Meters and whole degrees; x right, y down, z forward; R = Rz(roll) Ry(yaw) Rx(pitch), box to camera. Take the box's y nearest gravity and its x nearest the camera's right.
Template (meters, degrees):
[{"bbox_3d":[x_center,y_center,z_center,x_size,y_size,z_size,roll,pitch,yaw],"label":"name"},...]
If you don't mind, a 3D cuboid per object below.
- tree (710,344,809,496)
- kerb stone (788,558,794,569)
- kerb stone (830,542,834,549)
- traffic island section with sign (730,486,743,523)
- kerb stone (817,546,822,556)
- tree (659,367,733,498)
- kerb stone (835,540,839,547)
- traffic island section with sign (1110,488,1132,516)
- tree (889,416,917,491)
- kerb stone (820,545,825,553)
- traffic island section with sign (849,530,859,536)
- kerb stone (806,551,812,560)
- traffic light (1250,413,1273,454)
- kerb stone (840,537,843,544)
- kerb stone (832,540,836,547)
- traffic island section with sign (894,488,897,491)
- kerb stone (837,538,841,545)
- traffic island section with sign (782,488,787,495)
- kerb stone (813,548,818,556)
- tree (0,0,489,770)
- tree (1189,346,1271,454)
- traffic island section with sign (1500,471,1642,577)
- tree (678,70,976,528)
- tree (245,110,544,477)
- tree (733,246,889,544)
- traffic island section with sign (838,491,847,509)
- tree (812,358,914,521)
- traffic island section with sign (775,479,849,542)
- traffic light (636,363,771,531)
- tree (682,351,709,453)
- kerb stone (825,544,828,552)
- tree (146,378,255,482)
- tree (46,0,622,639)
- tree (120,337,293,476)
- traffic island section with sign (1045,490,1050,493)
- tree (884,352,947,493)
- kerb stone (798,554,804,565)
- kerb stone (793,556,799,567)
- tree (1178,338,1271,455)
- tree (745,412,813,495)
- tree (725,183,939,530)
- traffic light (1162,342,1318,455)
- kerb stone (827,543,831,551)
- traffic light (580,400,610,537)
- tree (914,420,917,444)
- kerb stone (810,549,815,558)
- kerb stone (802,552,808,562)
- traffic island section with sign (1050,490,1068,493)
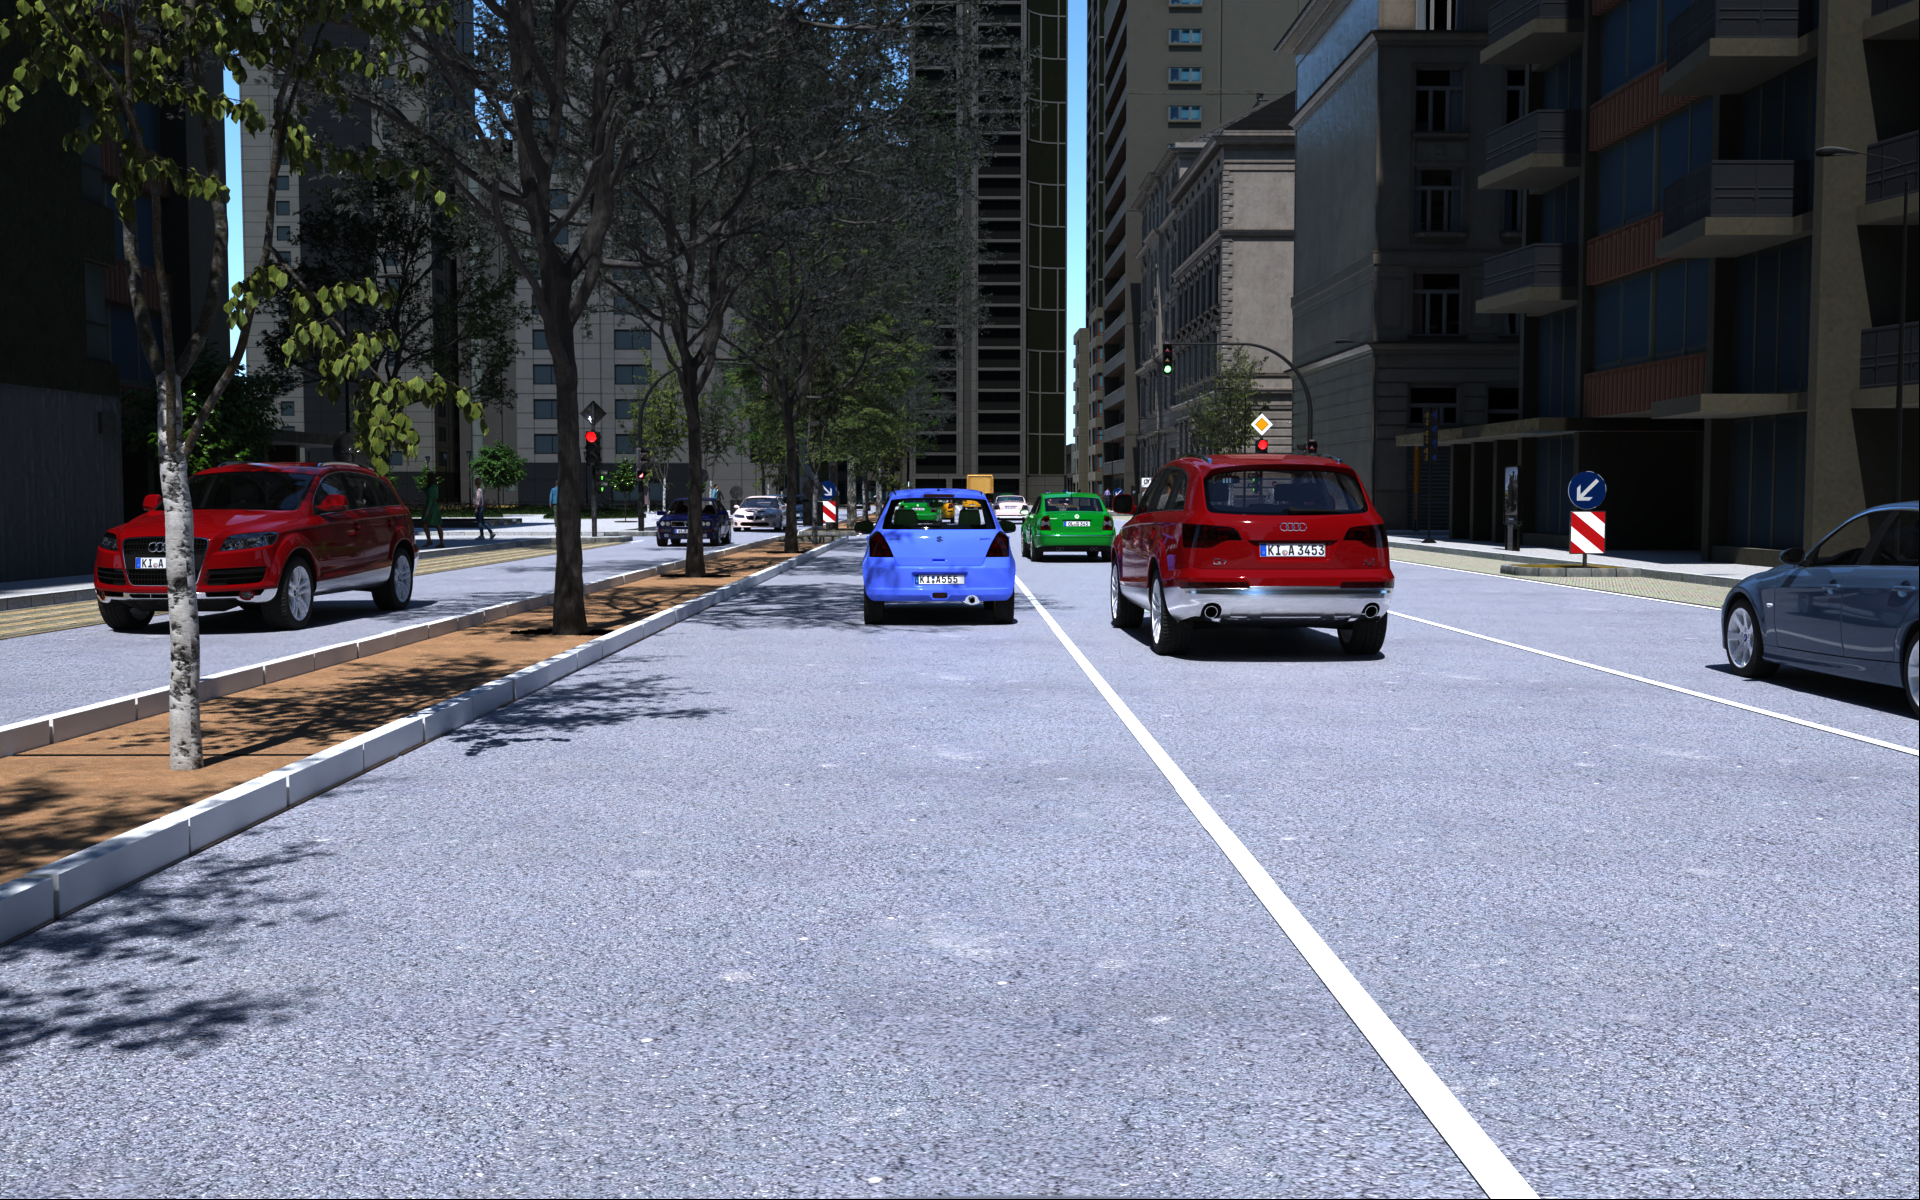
[{"bbox_3d":[-13.699,-11.853,119.549,9.928,11.665,9.643,0,3,0],"label":"tree"},{"bbox_3d":[-3.304,-0.658,32.958,0.120,0.150,1.000,0,4,0],"label":"kerb stone"},{"bbox_3d":[-3.382,-1.348,44.228,0.120,0.150,1.000,0,4,0],"label":"kerb stone"},{"bbox_3d":[-10.935,-4.662,84.853,1.989,1.847,2.006,0,4,0],"label":"traffic island section with sign"},{"bbox_3d":[-3.358,-1.097,40.127,0.120,0.150,1.000,0,4,0],"label":"kerb stone"},{"bbox_3d":[-13.916,-8.970,97.029,4.360,8.622,3.978,0,3,0],"label":"tree"},{"bbox_3d":[-3.405,-1.470,46.280,0.120,0.150,1.000,0,4,0],"label":"kerb stone"},{"bbox_3d":[10.080,-6.338,112.252,1.989,1.847,2.006,0,4,0],"label":"traffic island section with sign"},{"bbox_3d":[-5.180,-10.773,128.950,4.360,8.622,3.978,0,3,0],"label":"tree"},{"bbox_3d":[-3.367,-1.159,41.149,0.120,0.150,1.000,0,4,0],"label":"kerb stone"},{"bbox_3d":[-4.543,-3.158,59.773,2.006,1.907,1.989,0,4,0],"label":"traffic island section with sign"},{"bbox_3d":[-3.329,-0.909,37.061,0.120,0.150,1.000,0,4,0],"label":"kerb stone"},{"bbox_3d":[10.430,-4.354,60.111,0.839,4.253,0.868,0,4,0],"label":"traffic light"},{"bbox_3d":[-3.422,-1.599,48.347,0.120,0.150,1.000,0,4,0],"label":"kerb stone"},{"bbox_3d":[-3.398,-1.411,45.258,0.120,0.150,1.000,0,4,0],"label":"kerb stone"},{"bbox_3d":[-5.121,-7.754,134.910,2.006,1.907,1.989,0,4,0],"label":"traffic island section with sign"},{"bbox_3d":[-3.407,-1.535,47.312,0.120,0.150,1.000,0,4,0],"label":"kerb stone"},{"bbox_3d":[-11.141,-6.334,112.184,1.989,1.847,2.006,0,4,0],"label":"traffic island section with sign"},{"bbox_3d":[-3.353,-1.033,39.105,0.120,0.150,1.000,0,4,0],"label":"kerb stone"},{"bbox_3d":[-3.974,-3.405,8.498,4.737,8.622,4.395,0,3,0],"label":"tree"},{"bbox_3d":[13.476,-8.286,85.834,4.737,8.622,4.395,0,3,0],"label":"tree"},{"bbox_3d":[10.704,-1.347,30.645,1.989,1.847,2.006,0,4,0],"label":"traffic island section with sign"},{"bbox_3d":[-5.785,-13.145,73.259,12.611,20.169,13.585,0,3,0],"label":"tree"},{"bbox_3d":[-13.787,-6.570,41.830,7.601,10.594,8.767,0,4,5],"label":"tree"},{"bbox_3d":[-4.176,-5.924,49.671,4.360,8.622,3.978,0,3,0],"label":"tree"},{"bbox_3d":[-11.513,-9.385,162.073,1.989,1.847,2.006,0,4,0],"label":"traffic island section with sign"},{"bbox_3d":[-4.613,-8.002,83.652,4.737,8.622,4.395,0,3,0],"label":"tree"},{"bbox_3d":[-4.497,-2.705,52.366,2.006,1.907,1.989,0,4,0],"label":"traffic island section with sign"},{"bbox_3d":[-8.939,-5.218,59.985,4.771,5.953,1.251,0,4,0],"label":"traffic light"},{"bbox_3d":[-14.202,-8.126,83.228,4.737,8.622,4.395,0,3,0],"label":"tree"},{"bbox_3d":[-3.383,-1.222,42.177,0.120,0.150,1.000,0,4,0],"label":"kerb stone"},{"bbox_3d":[-12.732,-2.109,29.084,1.663,3.219,1.824,0,3,0],"label":"tree"},{"bbox_3d":[-3.938,-6.376,17.080,12.009,13.543,11.850,0,3,0],"label":"tree"},{"bbox_3d":[-15.381,-3.168,35.507,4.285,4.588,4.351,0,3,0],"label":"tree"},{"bbox_3d":[9.500,-11.049,189.283,1.989,1.847,2.006,0,4,0],"label":"traffic island section with sign"},{"bbox_3d":[-4.676,-11.779,120.799,9.928,11.665,9.643,0,3,0],"label":"tree"},{"bbox_3d":[-3.314,-0.784,35.008,0.120,0.150,1.000,0,4,0],"label":"kerb stone"},{"bbox_3d":[-3.308,-0.721,33.982,0.120,0.150,1.000,0,4,0],"label":"kerb stone"},{"bbox_3d":[12.388,-7.996,81.100,4.360,8.622,3.978,0,3,0],"label":"tree"},{"bbox_3d":[-14.363,-11.011,130.396,4.737,8.622,4.395,0,3,0],"label":"tree"},{"bbox_3d":[-4.657,-8.660,62.173,7.486,12.596,7.792,0,3,0],"label":"tree"},{"bbox_3d":[8.399,-4.728,51.969,4.771,5.953,1.251,0,4,0],"label":"traffic light"},{"bbox_3d":[-3.383,-1.285,43.200,0.120,0.150,1.000,0,4,0],"label":"kerb stone"},{"bbox_3d":[-10.970,-3.855,51.949,0.839,4.253,0.868,0,4,0],"label":"traffic light"},{"bbox_3d":[-4.573,-9.038,100.587,4.737,8.622,4.395,0,3,0],"label":"tree"},{"bbox_3d":[-3.344,-0.968,38.083,0.120,0.150,1.000,0,4,0],"label":"kerb stone"},{"bbox_3d":[-3.325,-0.846,36.033,0.120,0.150,1.000,0,4,0],"label":"kerb stone"},{"bbox_3d":[9.703,-9.379,161.977,1.989,1.847,2.006,0,4,0],"label":"traffic island section with sign"}]
